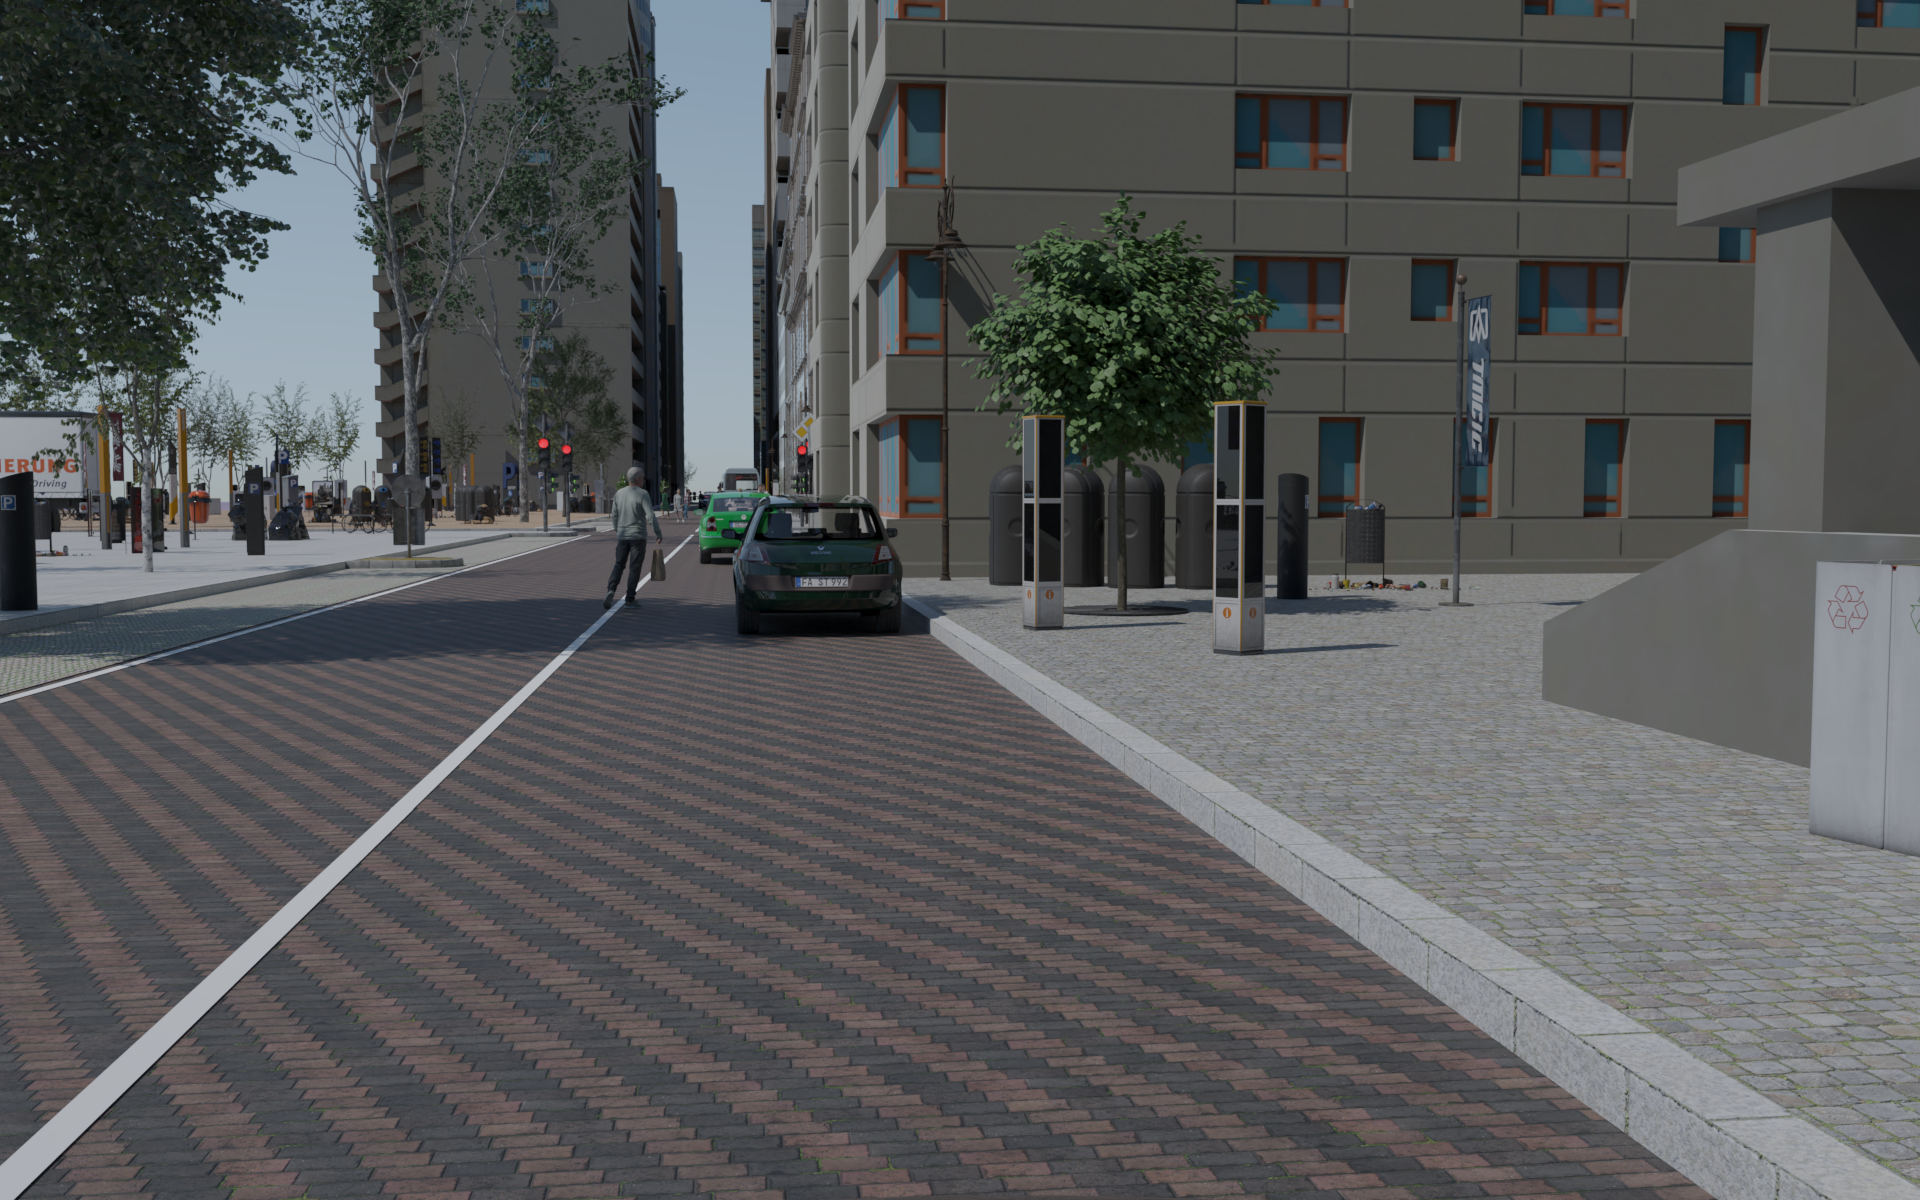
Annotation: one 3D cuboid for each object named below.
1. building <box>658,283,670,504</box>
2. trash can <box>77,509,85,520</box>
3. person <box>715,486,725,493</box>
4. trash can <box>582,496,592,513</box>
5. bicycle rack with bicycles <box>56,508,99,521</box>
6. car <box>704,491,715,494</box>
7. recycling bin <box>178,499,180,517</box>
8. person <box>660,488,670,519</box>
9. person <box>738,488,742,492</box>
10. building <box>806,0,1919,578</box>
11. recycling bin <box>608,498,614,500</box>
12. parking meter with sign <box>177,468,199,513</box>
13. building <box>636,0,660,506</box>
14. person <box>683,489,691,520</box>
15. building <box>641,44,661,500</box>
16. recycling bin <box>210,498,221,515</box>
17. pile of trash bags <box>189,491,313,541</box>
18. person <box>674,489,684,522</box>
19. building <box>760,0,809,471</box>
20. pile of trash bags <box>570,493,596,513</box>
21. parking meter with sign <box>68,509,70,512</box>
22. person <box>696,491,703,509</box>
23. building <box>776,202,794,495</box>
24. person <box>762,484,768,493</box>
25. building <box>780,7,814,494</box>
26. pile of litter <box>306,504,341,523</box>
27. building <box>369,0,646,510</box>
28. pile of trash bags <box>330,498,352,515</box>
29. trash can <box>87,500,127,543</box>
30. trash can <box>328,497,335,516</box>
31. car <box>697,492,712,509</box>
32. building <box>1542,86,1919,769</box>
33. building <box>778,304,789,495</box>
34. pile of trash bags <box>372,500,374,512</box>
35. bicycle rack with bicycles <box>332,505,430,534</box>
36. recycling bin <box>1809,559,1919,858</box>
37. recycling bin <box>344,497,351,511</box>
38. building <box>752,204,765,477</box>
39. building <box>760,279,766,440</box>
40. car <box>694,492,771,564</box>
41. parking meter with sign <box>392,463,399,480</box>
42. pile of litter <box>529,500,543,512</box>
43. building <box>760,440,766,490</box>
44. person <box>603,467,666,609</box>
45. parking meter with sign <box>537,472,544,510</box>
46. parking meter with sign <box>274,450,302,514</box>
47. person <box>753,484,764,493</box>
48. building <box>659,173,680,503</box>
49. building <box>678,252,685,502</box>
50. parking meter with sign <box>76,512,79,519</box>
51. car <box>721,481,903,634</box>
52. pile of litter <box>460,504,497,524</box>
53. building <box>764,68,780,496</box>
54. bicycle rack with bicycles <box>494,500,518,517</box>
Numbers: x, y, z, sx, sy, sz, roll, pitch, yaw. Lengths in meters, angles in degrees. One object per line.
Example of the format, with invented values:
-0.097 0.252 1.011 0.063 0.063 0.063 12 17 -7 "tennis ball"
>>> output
-46.077 -28.024 229.890 14.160 30.474 14.107 0 4 -7 "building"
-44.076 -4.612 87.066 0.748 1.137 0.748 0 3 0 "trash can"
-11.712 -4.706 85.244 0.655 1.846 0.447 -3 4 -39 "person"
-24.986 -6.385 116.055 0.748 1.137 0.748 0 3 0 "trash can"
-43.114 -4.303 83.730 2.925 0.926 2.852 -1 4 -19 "bicycle rack with bicycles"
-33.280 -13.570 230.545 2.281 1.827 5.304 0 4 -8 "car"
-44.107 -5.278 98.853 0.722 1.027 0.722 1 4 14 "recycling bin"
-16.805 -5.502 98.710 0.529 1.795 0.600 1 4 9 "person"
-12.743 -5.607 100.533 0.624 1.780 0.694 2 4 32 "person"
10.739 -12.039 41.875 27.650 21.520 28.899 0 4 -7 "building"
-26.060 -7.198 130.247 0.722 1.027 0.722 -1 4 -13 "recycling bin"
-52.409 -7.395 117.176 1.738 3.016 0.543 -2 4 -30 "parking meter with sign"
-44.344 -39.601 189.480 21.231 58.520 28.212 0 4 -7 "building"
-15.402 -5.392 97.493 0.643 1.720 0.563 -2 4 -24 "person"
-37.437 -31.763 169.431 14.600 45.320 14.200 0 4 -7 "building"
-46.424 -5.817 107.669 0.722 1.027 0.722 -3 5 -40 "recycling bin"
-19.954 -2.367 48.451 3.447 1.369 1.912 0 4 6 "pile of trash bags"
-14.372 -4.833 88.528 0.512 1.701 0.522 -1 4 -20 "person"
-3.659 -34.924 160.240 28.713 52.752 27.495 0 4 -7 "building"
-25.691 -6.647 118.426 1.912 1.369 3.447 1 4 14 "pile of trash bags"
-58.706 -7.292 115.493 0.543 3.016 1.738 1 4 15 "parking meter with sign"
-25.809 -9.930 171.382 0.750 1.759 0.617 -2 4 -34 "person"
-5.137 -16.674 114.415 13.314 21.916 24.055 0 4 -7 "building"
-8.197 -3.883 72.085 0.679 1.850 0.850 3 4 37 "person"
-2.734 -17.893 89.821 12.463 27.353 25.104 0 4 -7 "building"
-28.524 -3.873 77.289 1.719 0.858 1.176 1 4 22 "pile of litter"
-38.898 -32.214 150.408 21.300 48.544 21.600 0 4 -7 "building"
-36.781 -5.633 101.848 3.447 1.369 1.912 0 4 -5 "pile of trash bags"
-22.107 -2.050 45.167 0.748 1.137 0.748 0 3 0 "trash can"
-36.173 -5.364 99.361 0.748 1.137 0.748 0 3 0 "trash can"
-24.156 -9.542 165.793 2.009 1.686 4.222 -1 4 -9 "car"
20.486 -19.136 4.748 32.217 40.220 23.993 0 4 -7 "building"
-8.635 -17.116 134.602 10.420 20.320 16.860 0 4 -7 "building"
-44.215 -7.217 127.744 3.447 1.369 1.912 0 4 6 "pile of trash bags"
-19.256 -2.654 56.767 2.925 0.926 2.852 2 4 27 "bicycle rack with bicycles"
3.664 0.380 6.347 0.722 1.027 0.722 -1 4 -23 "recycling bin"
-48.033 -7.512 135.371 0.722 1.027 0.722 -3 4 -38 "recycling bin"
-22.514 -34.464 247.082 14.154 41.232 14.086 0 4 -7 "building"
-19.861 -28.249 233.565 14.160 30.474 14.107 0 4 -7 "building"
-4.693 -1.726 37.022 1.959 1.807 4.718 -1 4 -9 "car"
-31.235 -6.239 98.273 1.738 3.016 0.543 -3 5 -45 "parking meter with sign"
-30.733 -6.824 125.542 1.176 0.858 1.719 0 4 1 "pile of litter"
-12.118 -54.386 201.876 22.319 86.520 31.000 0 4 -7 "building"
-4.039 -0.774 21.633 0.782 1.767 0.515 1 4 22 "person"
-32.354 -8.415 133.851 0.543 3.016 1.738 -1 4 -14 "parking meter with sign"
-26.549 -4.426 68.622 0.543 3.016 1.738 -3 5 -41 "parking meter with sign"
-8.029 -3.709 69.113 0.622 1.834 0.822 -3 5 -44 "person"
-46.943 -36.363 244.649 14.600 45.320 14.200 0 4 -7 "building"
-52.463 -36.673 283.196 14.154 41.232 14.086 0 4 -7 "building"
-45.324 -5.688 89.256 0.543 3.016 1.738 -2 4 -24 "parking meter with sign"
-1.640 -0.576 19.205 2.009 1.686 4.222 0 4 -8 "car"
-20.436 -3.668 73.942 1.719 0.858 1.176 1 4 16 "pile of litter"
-13.221 -32.424 180.246 14.600 45.320 14.200 0 4 -7 "building"
-26.636 -5.184 98.135 2.852 0.926 2.925 -2 4 -34 "bicycle rack with bicycles"
